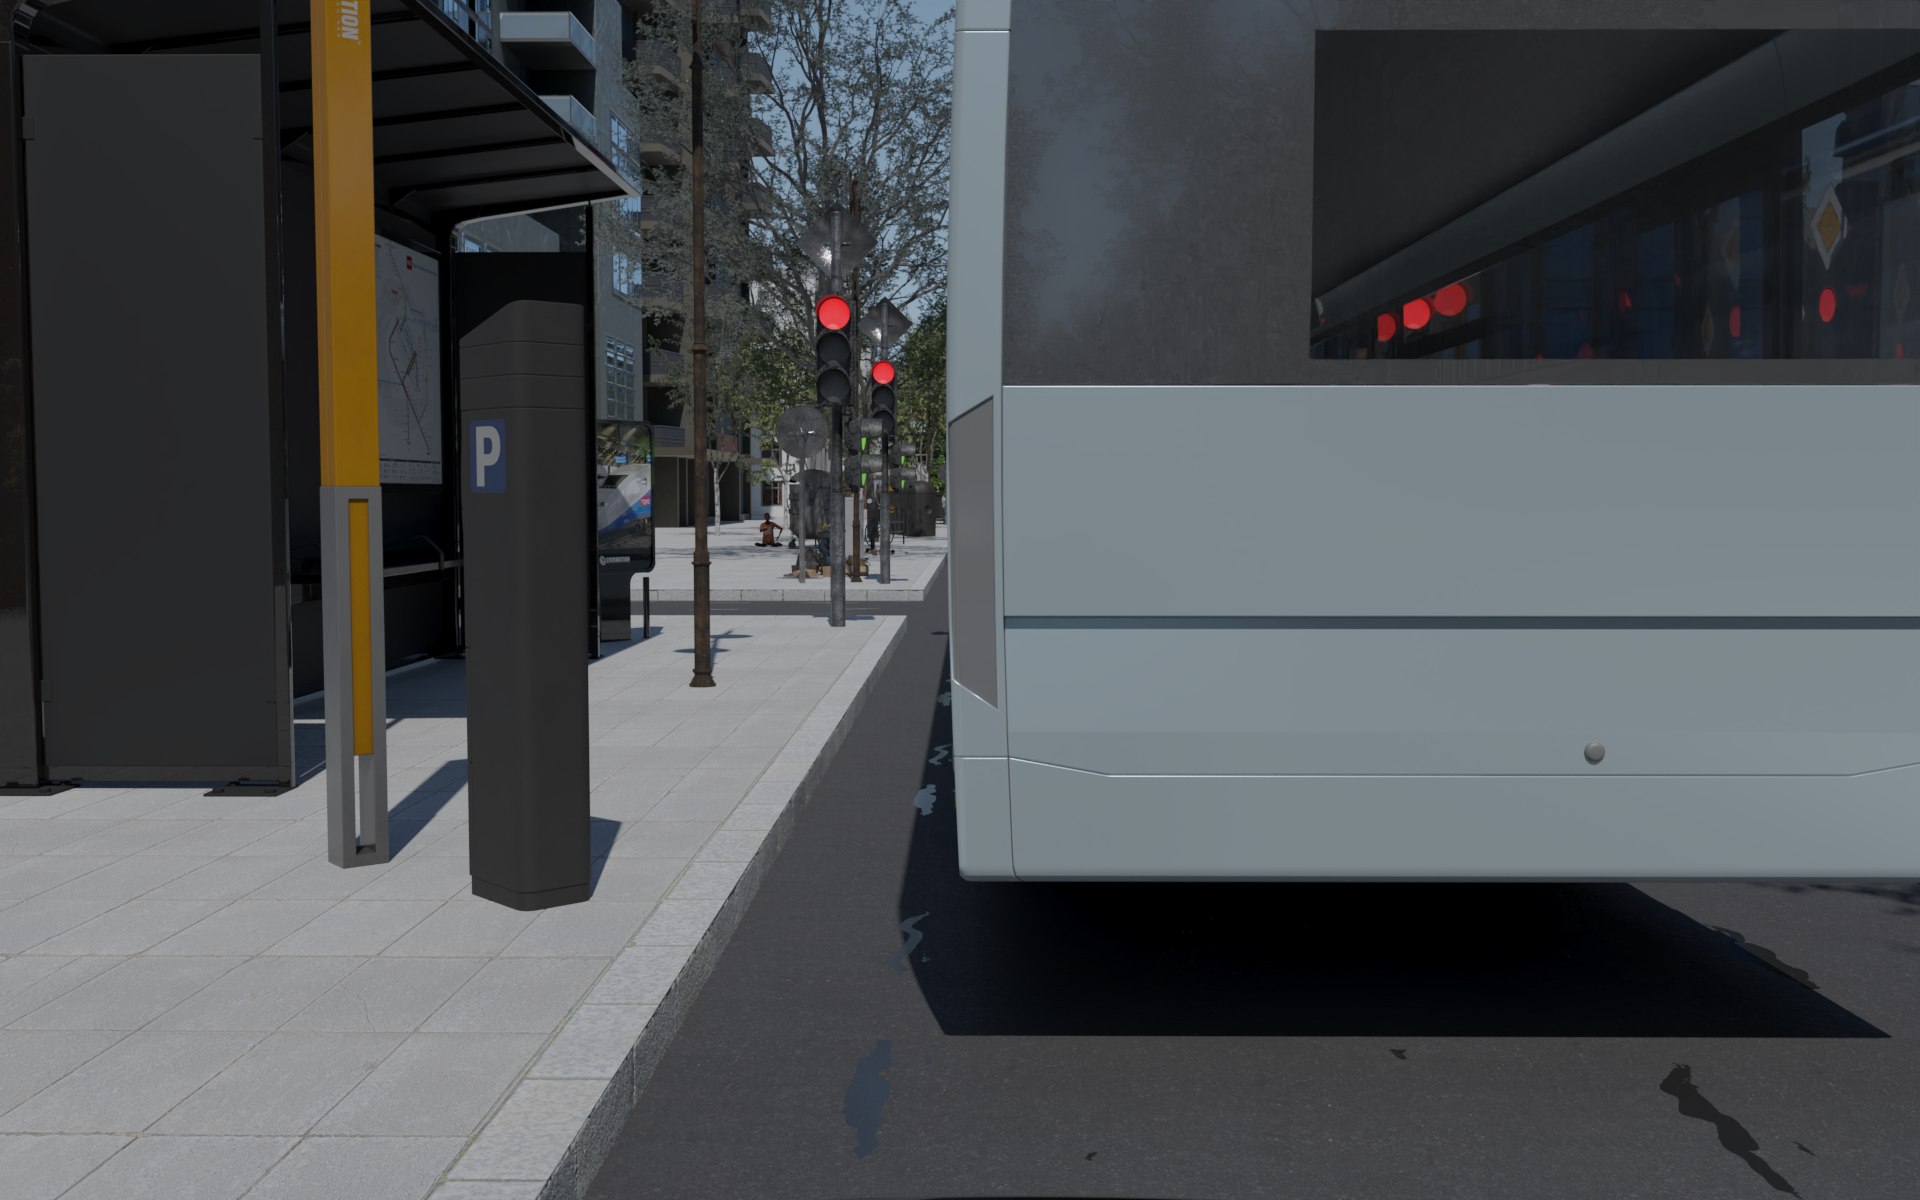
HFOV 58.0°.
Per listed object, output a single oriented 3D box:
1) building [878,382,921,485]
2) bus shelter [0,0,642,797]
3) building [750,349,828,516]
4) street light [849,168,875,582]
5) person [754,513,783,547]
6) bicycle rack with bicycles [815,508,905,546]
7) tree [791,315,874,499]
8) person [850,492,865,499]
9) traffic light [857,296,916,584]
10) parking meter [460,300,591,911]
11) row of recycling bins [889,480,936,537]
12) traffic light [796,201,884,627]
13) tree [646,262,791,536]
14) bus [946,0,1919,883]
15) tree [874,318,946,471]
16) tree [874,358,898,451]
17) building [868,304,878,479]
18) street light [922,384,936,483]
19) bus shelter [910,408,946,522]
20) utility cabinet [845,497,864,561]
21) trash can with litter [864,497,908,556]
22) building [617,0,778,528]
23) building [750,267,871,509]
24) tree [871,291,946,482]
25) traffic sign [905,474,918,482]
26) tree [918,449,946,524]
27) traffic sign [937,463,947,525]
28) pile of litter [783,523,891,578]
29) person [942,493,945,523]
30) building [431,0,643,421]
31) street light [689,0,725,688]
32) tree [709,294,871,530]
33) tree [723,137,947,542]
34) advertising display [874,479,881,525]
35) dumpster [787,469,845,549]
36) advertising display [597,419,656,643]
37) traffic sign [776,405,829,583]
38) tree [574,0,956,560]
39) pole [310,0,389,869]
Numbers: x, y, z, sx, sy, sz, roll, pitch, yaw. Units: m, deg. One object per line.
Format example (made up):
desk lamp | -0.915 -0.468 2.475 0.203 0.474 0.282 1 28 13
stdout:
building | -5.880 -20.414 200.233 31.486 18.905 16.747 0 4 1
bus shelter | -3.352 -1.169 10.401 1.731 3.624 6.357 0 4 1
building | -13.119 -10.544 114.549 9.099 9.664 28.070 0 4 1
street light | -1.506 -3.196 25.039 0.468 5.910 1.993 0 4 1
person | -4.612 -1.689 41.947 0.859 0.850 0.655 0 4 -7
bicycle rack with bicycles | -2.675 -1.837 43.410 2.852 0.926 2.925 1 4 15
tree | -5.782 -7.138 67.072 4.360 8.622 3.978 0 3 0
person | -7.584 -7.373 127.306 1.217 1.743 0.721 1 4 13
traffic light | -1.050 -2.184 24.635 0.839 4.253 0.868 0 4 1
parking meter | -1.375 0.015 5.473 0.255 1.863 0.399 -3 5 -43
row of recycling bins | -1.484 -2.842 53.585 1.069 1.692 3.534 -1 4 -15
traffic light | -1.163 -1.696 16.650 0.839 4.253 0.868 0 4 1
tree | -7.418 -6.256 52.652 4.360 8.622 3.978 0 3 0
bus | 1.305 -0.970 10.714 2.948 3.499 13.247 0 4 0
tree | -1.099 -11.667 107.764 9.611 12.733 9.660 0 3 0
tree | -5.543 -7.902 79.554 4.360 8.622 3.978 0 3 0
building | -24.096 -17.986 160.534 31.486 18.905 16.747 0 4 1
street light | -1.050 -5.292 59.313 0.468 5.910 1.993 0 4 1
bus shelter | -1.187 -6.444 82.997 2.179 5.291 8.768 0 4 1
utility cabinet | -1.990 -1.291 32.274 0.306 1.237 1.020 0 4 5
trash can with litter | -1.927 -1.569 36.714 1.678 1.210 2.233 0 4 -7
building | -20.165 -25.842 77.136 22.147 44.769 28.867 0 4 1
building | -15.401 -17.669 145.312 16.016 20.091 11.380 0 4 1
tree | -1.206 -6.907 63.296 4.737 8.622 4.395 0 3 0
traffic sign | -2.708 -5.806 95.041 0.768 2.556 0.104 1 4 10
tree | -0.743 -4.824 73.475 1.663 3.219 1.824 0 3 0
traffic sign | -0.568 -4.380 71.713 0.768 2.556 0.104 0 4 4
pile of litter | -1.911 -0.806 27.149 1.719 0.858 1.176 0 4 -6
person | -0.642 -4.019 75.662 0.340 1.345 0.435 -3 5 -41
building | -21.044 -44.851 45.993 22.319 86.520 31.000 0 4 1
street light | -1.718 -2.361 11.384 0.468 5.910 1.993 0 4 1
tree | -6.438 -6.799 61.527 4.737 8.622 4.395 0 3 0
tree | -2.630 -6.814 45.816 7.601 10.594 8.767 0 4 7
advertising display | -3.356 -4.068 71.722 0.123 1.923 0.974 -2 4 -29
dumpster | -3.399 -2.145 40.831 1.264 1.857 1.865 0 4 1
advertising display | -3.032 -0.600 15.032 0.123 1.923 0.974 2 4 35
traffic sign | -2.267 -1.513 24.845 0.768 2.556 0.104 0 4 3
tree | -2.434 -7.524 33.388 12.009 13.543 11.850 0 3 0
pole | -2.095 -0.739 5.931 0.158 3.312 0.155 0 3 0
